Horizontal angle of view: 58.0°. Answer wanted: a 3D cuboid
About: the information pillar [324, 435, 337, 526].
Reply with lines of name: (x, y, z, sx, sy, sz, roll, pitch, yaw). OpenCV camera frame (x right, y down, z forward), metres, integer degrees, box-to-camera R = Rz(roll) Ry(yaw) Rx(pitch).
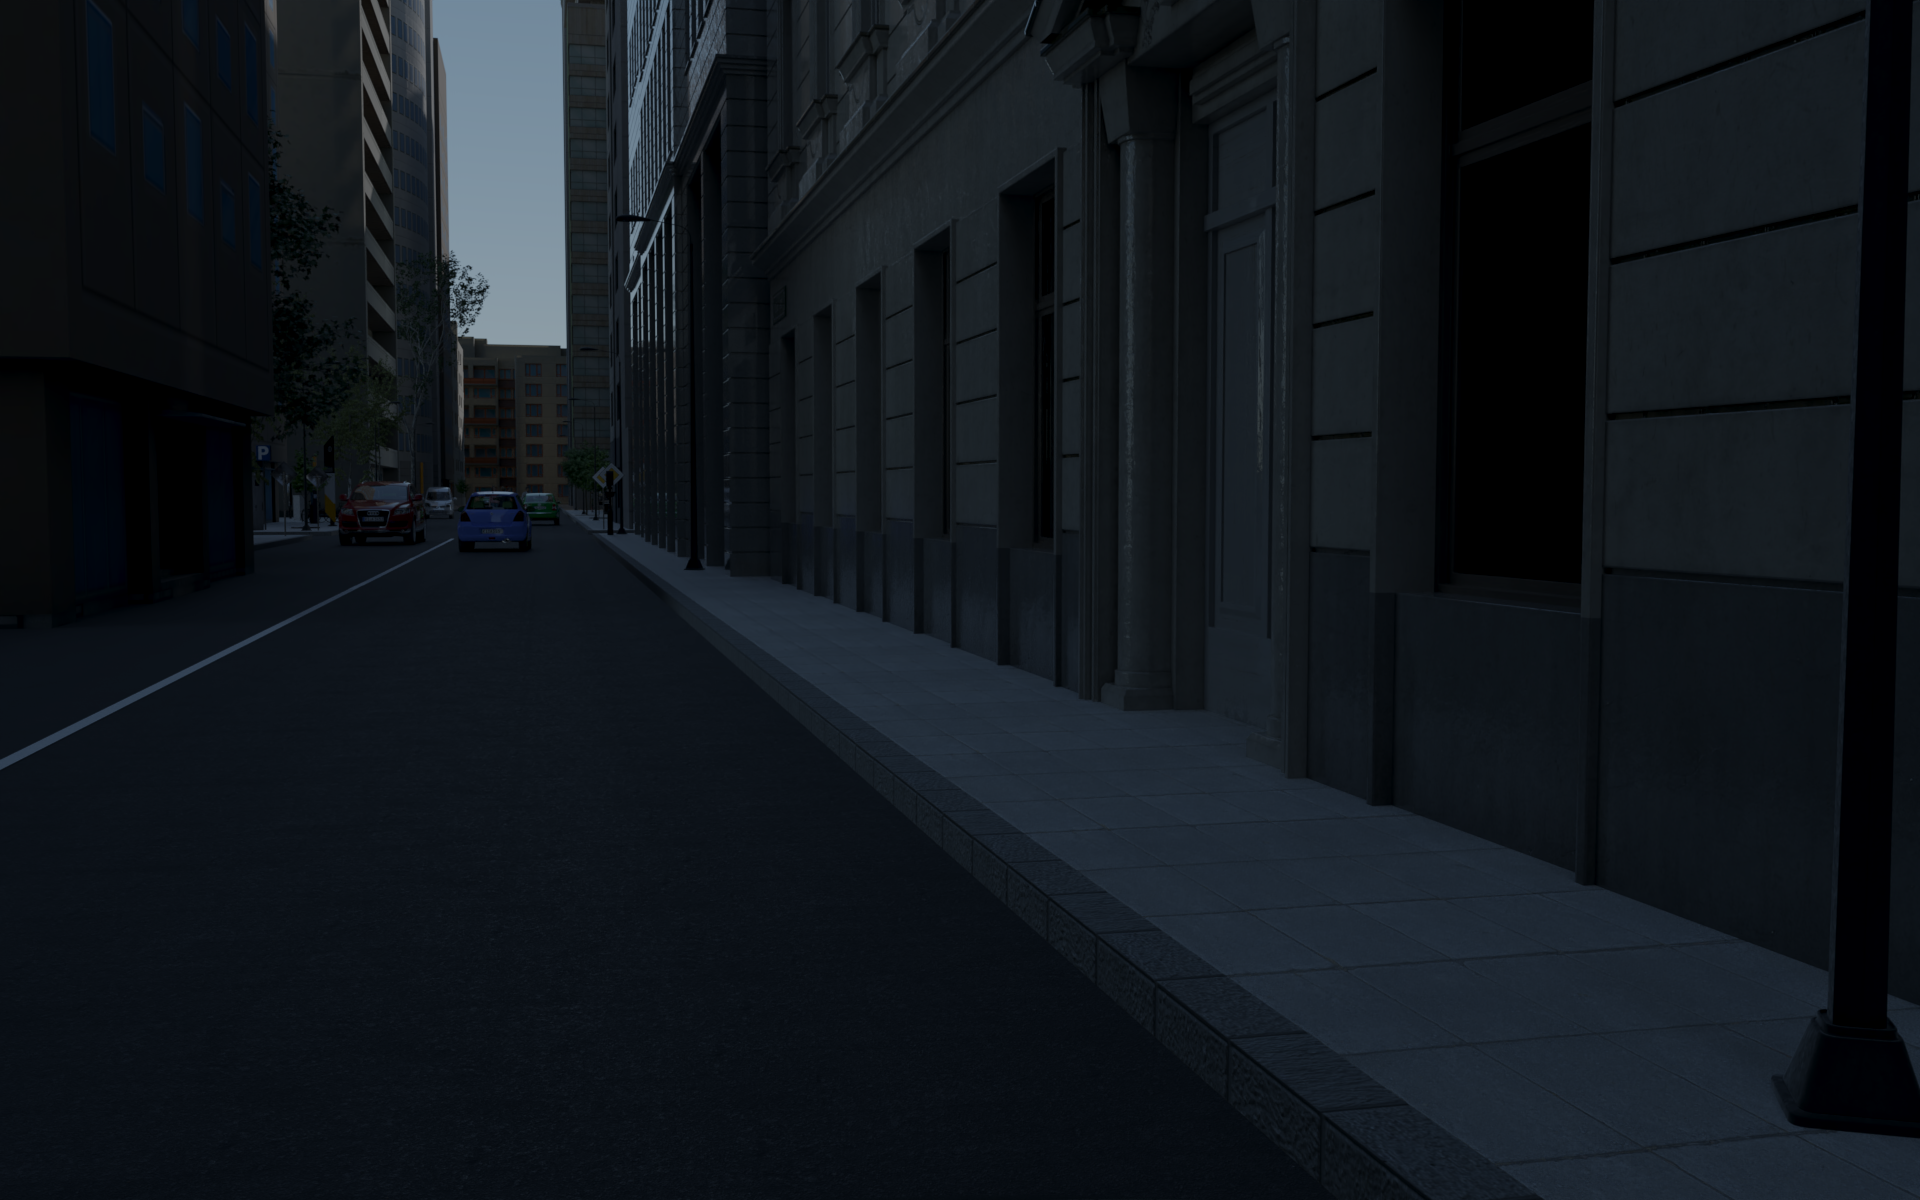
information pillar: (-25.084, -4.746, 68.952, 0.504, 3.616, 0.183, 2, 4, 25)

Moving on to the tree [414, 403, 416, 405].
tree: (-30.693, -8.571, 90.493, 4.737, 8.622, 4.395, 0, 3, 0)

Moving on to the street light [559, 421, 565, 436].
street light: (-24.395, -8.384, 109.620, 1.470, 5.913, 1.316, -1, 4, -14)

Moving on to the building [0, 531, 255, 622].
building: (-17.625, -22.749, 22.062, 14.600, 45.320, 14.200, -1, 4, -14)

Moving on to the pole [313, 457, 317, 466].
pole: (-35.056, -6.137, 94.189, 0.158, 3.312, 0.155, 0, 3, 0)

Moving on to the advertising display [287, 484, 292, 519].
advertising display: (-34.940, -5.203, 90.285, 0.123, 1.923, 0.974, -2, 4, -28)

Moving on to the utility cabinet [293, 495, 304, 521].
utility cabinet: (-32.154, -4.476, 84.337, 0.306, 1.237, 1.020, -3, 4, -38)

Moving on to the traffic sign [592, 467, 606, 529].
traffic sign: (-12.942, -3.622, 62.857, 0.795, 2.450, 0.064, -1, 4, -14)

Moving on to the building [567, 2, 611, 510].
building: (-26.575, -28.516, 149.825, 14.154, 41.232, 14.086, -1, 4, -14)

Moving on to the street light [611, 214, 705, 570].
street light: (-5.027, -3.455, 29.038, 1.470, 5.913, 1.316, -1, 4, -14)

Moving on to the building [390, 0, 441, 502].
building: (-55.354, -36.819, 143.981, 21.231, 58.520, 28.212, -1, 4, -14)

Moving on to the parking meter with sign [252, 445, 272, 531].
parking meter with sign: (-24.975, -3.966, 61.100, 0.543, 3.016, 1.738, 0, 4, 8)

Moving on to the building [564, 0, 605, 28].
building: (-23.998, -35.608, 171.436, 28.713, 52.752, 27.495, -1, 4, -14)

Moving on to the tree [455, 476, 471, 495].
tree: (-51.648, -11.339, 179.986, 1.663, 3.219, 1.824, 0, 3, 0)

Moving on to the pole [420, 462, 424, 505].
pole: (-34.747, -7.215, 111.814, 0.158, 3.312, 0.155, 0, 3, 0)

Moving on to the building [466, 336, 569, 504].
building: (-63.865, -23.403, 227.672, 28.899, 21.520, 27.650, -1, 4, -14)

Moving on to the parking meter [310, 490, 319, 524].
parking meter: (-27.874, -4.059, 74.779, 0.372, 1.533, 0.369, 0, 3, 0)

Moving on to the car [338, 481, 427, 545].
car: (-16.714, -2.544, 50.274, 2.281, 1.827, 5.304, -1, 4, -12)

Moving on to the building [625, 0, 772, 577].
building: (-1.777, -16.147, 41.503, 11.434, 29.767, 29.804, -1, 4, -14)

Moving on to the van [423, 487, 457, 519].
van: (-30.544, -5.781, 101.523, 2.013, 2.044, 4.112, -1, 4, -15)

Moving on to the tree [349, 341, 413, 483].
tree: (-29.345, -8.076, 82.400, 4.737, 8.622, 4.395, 0, 3, 0)

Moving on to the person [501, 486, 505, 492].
person: (-20.424, -4.198, 77.551, 0.576, 1.772, 0.534, -2, 4, -28)

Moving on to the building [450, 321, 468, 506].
building: (-70.301, -21.155, 190.926, 28.899, 21.520, 27.650, -1, 4, -14)

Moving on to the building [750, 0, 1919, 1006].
building: (9.813, -14.062, 6.330, 17.030, 29.872, 44.131, -1, 4, -14)

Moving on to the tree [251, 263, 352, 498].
tree: (-20.415, -6.052, 49.319, 4.737, 8.622, 4.395, 0, 3, 0)

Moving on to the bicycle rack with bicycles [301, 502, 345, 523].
bicycle rack with bicycles: (-28.578, -3.990, 78.624, 2.925, 0.926, 2.852, -2, 4, -30)

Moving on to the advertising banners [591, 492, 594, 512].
advertising banners: (-25.870, -7.676, 121.683, 0.090, 3.025, 2.074, -1, 4, -16)

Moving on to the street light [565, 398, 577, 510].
street light: (-18.214, -6.808, 83.845, 1.470, 5.913, 1.316, -1, 4, -14)

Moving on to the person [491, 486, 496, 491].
person: (-22.284, -4.545, 82.827, 0.388, 1.821, 0.555, 3, 4, 38)

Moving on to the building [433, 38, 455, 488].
building: (-56.550, -31.574, 166.350, 14.600, 45.320, 14.200, -1, 4, -14)

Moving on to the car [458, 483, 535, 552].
car: (-11.883, -2.126, 44.356, 1.945, 1.707, 3.694, -1, 4, -12)

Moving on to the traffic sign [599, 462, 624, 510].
traffic sign: (-11.070, -3.147, 55.094, 0.795, 2.450, 0.064, -1, 4, -14)

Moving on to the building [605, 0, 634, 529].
building: (-4.383, -38.827, 73.069, 20.611, 71.187, 20.563, -1, 4, -14)

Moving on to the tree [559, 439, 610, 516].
tree: (-22.442, -7.372, 104.242, 4.285, 4.588, 4.351, 0, 3, 0)

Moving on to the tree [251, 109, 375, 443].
tree: (-18.348, -7.453, 38.863, 9.611, 12.733, 9.660, 0, 3, 0)

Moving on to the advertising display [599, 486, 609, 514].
advertising display: (-22.274, -6.343, 108.915, 0.974, 1.923, 0.123, -1, 4, -15)

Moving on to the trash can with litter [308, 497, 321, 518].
trash can with litter: (-34.752, -4.971, 92.670, 1.055, 1.170, 0.624, 1, 4, 18)

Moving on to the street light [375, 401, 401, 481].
street light: (-28.676, -6.983, 86.716, 1.470, 5.913, 1.316, -1, 4, -14)

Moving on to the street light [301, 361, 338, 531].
street light: (-22.304, -5.376, 60.445, 1.470, 5.913, 1.316, -1, 4, -14)

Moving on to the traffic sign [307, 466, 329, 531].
traffic sign: (-22.469, -3.483, 60.589, 0.795, 2.450, 0.064, -1, 4, -14)

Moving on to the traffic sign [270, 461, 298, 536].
traffic sign: (-20.597, -3.008, 52.826, 0.795, 2.450, 0.064, -1, 4, -14)

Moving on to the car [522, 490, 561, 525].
car: (-19.562, -4.394, 80.640, 1.959, 1.807, 4.718, -1, 4, -13)

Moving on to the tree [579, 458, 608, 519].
tree: (-18.941, -5.895, 90.986, 1.663, 3.219, 1.824, 0, 3, 0)

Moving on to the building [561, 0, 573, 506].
building: (-34.324, -40.103, 197.677, 21.231, 58.520, 28.212, -1, 4, -14)

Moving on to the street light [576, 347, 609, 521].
street light: (-11.324, -5.042, 54.985, 1.470, 5.913, 1.316, -1, 4, -14)

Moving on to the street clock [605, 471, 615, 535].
street clock: (-10.911, -3.023, 54.002, 0.358, 2.002, 0.471, -1, 4, -10)

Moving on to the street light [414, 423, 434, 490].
street light: (-34.822, -8.562, 112.524, 1.470, 5.913, 1.316, -1, 4, -14)

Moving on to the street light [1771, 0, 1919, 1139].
street light: (1.333, -1.882, 3.306, 1.470, 5.913, 1.316, -1, 4, -14)

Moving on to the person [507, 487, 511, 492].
person: (-26.926, -5.814, 103.336, 0.755, 1.850, 0.659, 0, 4, -3)

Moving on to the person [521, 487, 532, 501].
person: (-23.860, -5.331, 95.512, 0.661, 1.843, 0.795, -2, 4, -26)

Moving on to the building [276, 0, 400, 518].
building: (-45.382, -29.246, 101.879, 21.300, 48.544, 21.600, -1, 4, -14)

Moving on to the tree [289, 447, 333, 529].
tree: (-24.500, -4.284, 64.651, 1.663, 3.219, 1.824, 0, 3, 0)

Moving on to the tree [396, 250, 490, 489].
tree: (-40.440, -16.400, 124.027, 12.611, 20.169, 13.585, 0, 3, 0)
